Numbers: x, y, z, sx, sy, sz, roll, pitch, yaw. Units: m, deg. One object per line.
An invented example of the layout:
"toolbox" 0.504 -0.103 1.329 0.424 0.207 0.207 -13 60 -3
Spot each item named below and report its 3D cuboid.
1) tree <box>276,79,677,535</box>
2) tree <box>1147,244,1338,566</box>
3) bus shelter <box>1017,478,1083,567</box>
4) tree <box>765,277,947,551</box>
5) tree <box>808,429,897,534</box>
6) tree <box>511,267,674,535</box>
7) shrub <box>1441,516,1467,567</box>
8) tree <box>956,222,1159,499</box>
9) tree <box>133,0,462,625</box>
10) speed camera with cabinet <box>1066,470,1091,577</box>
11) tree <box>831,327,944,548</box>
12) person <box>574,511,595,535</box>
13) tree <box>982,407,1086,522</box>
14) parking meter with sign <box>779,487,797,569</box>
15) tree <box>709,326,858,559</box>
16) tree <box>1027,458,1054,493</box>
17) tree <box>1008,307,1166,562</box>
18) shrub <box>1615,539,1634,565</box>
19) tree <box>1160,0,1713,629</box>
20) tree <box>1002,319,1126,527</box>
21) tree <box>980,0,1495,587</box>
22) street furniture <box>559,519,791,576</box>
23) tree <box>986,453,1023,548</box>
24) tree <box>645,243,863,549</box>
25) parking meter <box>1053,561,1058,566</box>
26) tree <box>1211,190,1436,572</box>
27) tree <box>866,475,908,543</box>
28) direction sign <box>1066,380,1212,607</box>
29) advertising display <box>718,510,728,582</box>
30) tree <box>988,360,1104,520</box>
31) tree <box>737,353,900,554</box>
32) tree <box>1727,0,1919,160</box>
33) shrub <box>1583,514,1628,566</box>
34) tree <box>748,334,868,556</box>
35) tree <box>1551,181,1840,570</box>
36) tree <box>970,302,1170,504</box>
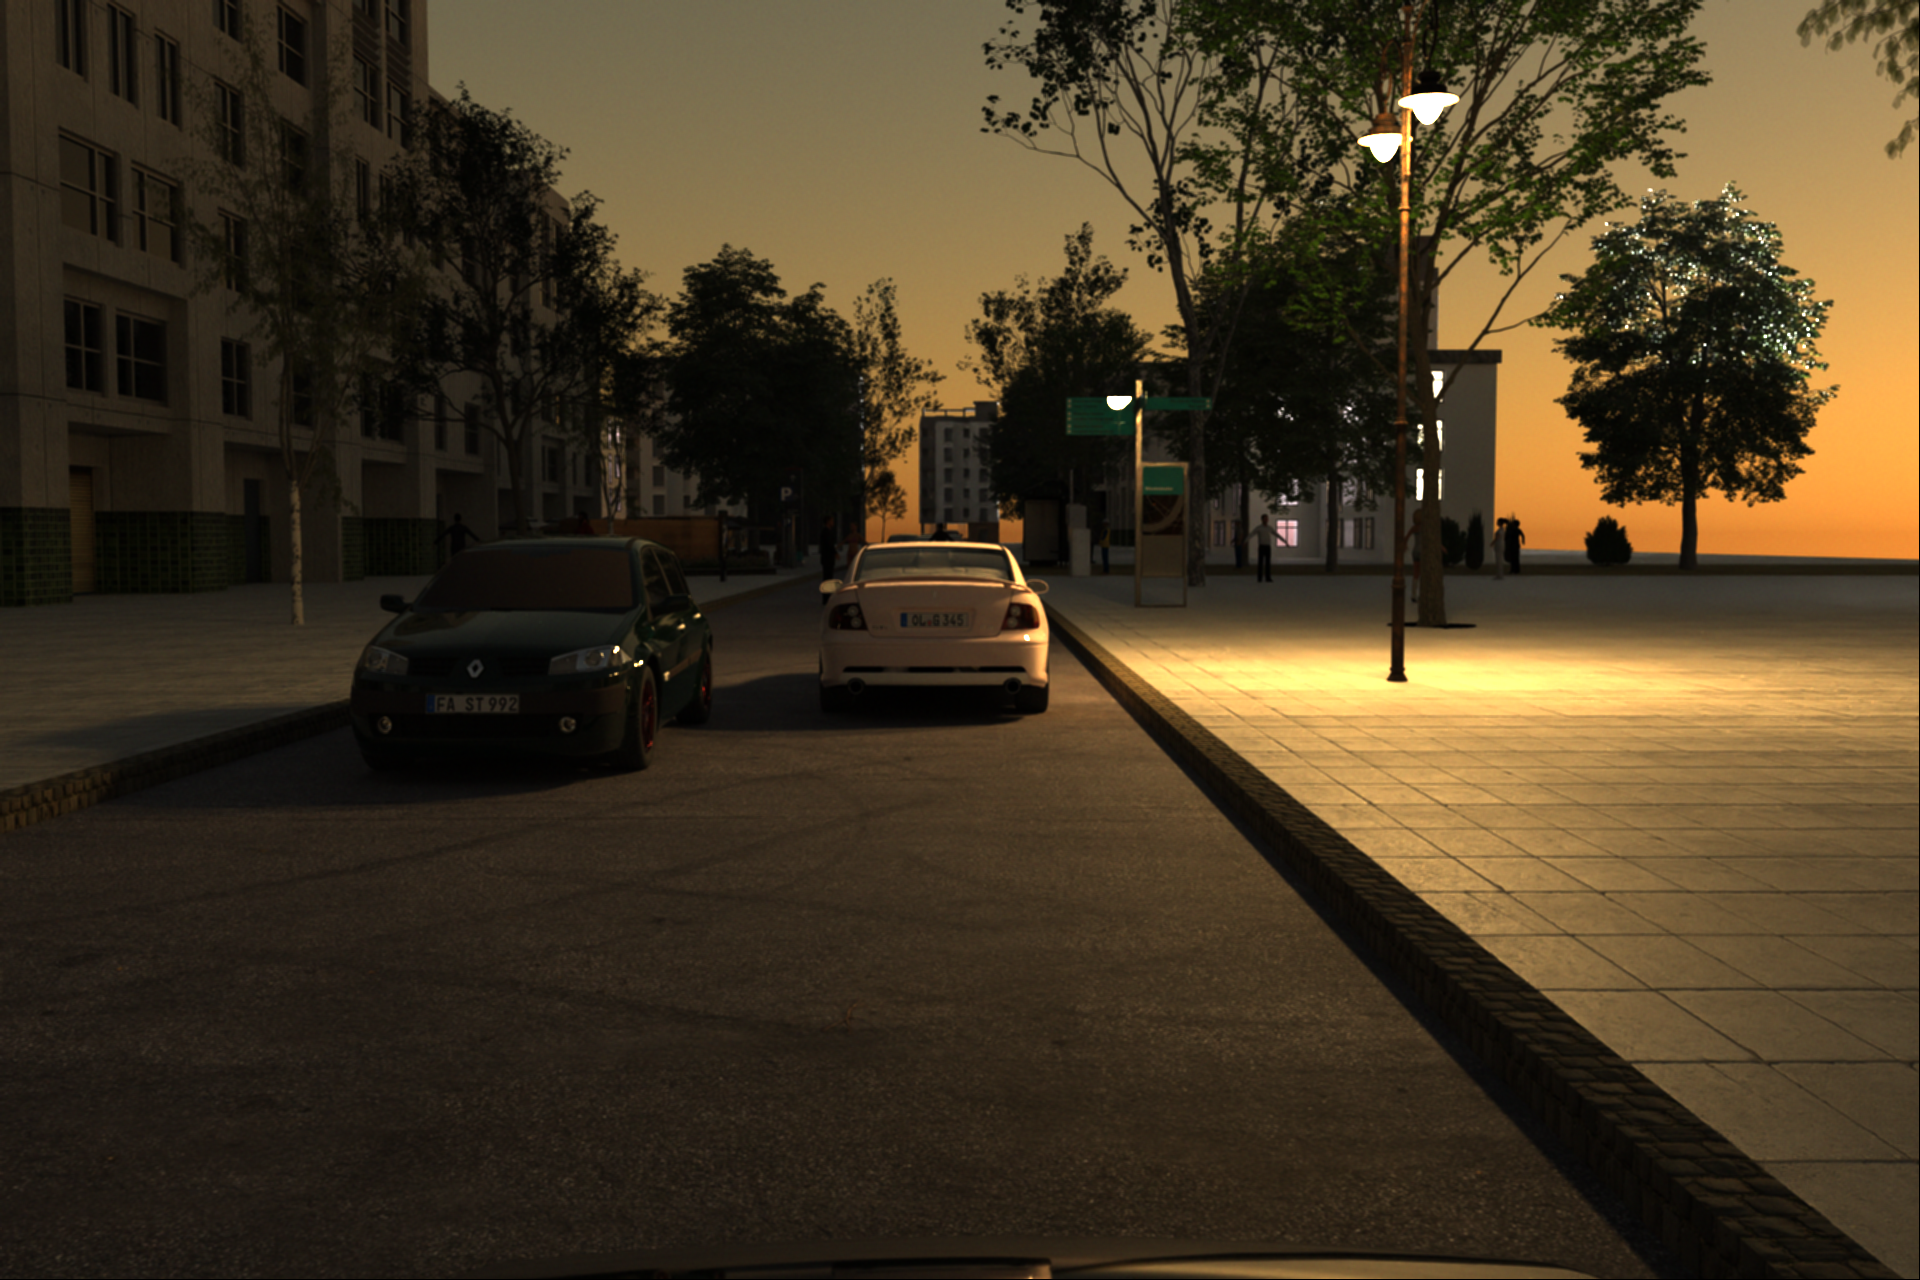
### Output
"tree" -9.315 -6.208 35.913 7.601 10.594 8.767 2 4 26
"tree" 10.897 -9.204 68.618 7.486 12.596 7.792 0 3 0
"bus shelter" 3.357 -4.389 65.688 2.014 3.302 5.546 0 4 -2
"tree" -7.638 -16.599 127.278 12.611 20.169 13.585 0 3 0
"tree" -8.782 -12.717 142.342 8.767 10.594 7.601 2 4 28
"tree" -9.157 -5.857 46.132 4.360 8.622 3.978 0 3 0
"shrub" 18.902 -3.847 67.324 1.690 2.028 1.600 0 3 0
"tree" 6.095 -15.393 107.562 12.611 20.169 13.585 0 3 0
"tree" -9.652 -4.524 24.327 4.360 8.622 3.978 0 3 0
"speed camera with cabinet" 3.608 -3.564 52.601 0.660 3.252 2.038 0 4 0
"tree" -8.166 -18.472 157.908 12.611 20.169 13.585 0 3 0
"person" -8.860 -2.111 40.617 0.704 1.816 1.345 -3 5 -43
"tree" 6.411 -14.428 142.560 9.857 13.997 8.962 0 3 0
"parking meter with sign" -6.370 -4.170 64.441 0.543 3.016 1.738 0 3 0
"tree" -8.997 -9.909 87.769 9.928 11.665 9.643 0 3 0
"tree" 6.155 -11.222 133.846 4.360 8.622 3.978 0 3 0
"tree" 5.787 -9.355 78.715 9.928 11.665 9.643 0 3 0
"shrub" 27.786 -3.773 72.810 1.383 1.207 1.383 0 3 0
"tree" 6.403 -5.991 23.712 9.928 11.665 9.643 0 3 0
"tree" 4.140 -6.630 58.756 4.360 8.622 3.978 0 3 0
"tree" 6.016 -11.289 40.463 12.611 20.169 13.585 0 3 0
"street furniture" -9.177 -2.925 54.675 11.010 1.723 9.812 -3 5 -41
"tree" 5.892 -13.989 154.473 9.928 11.665 9.643 0 3 0
"tree" -9.087 -10.348 75.852 9.857 13.997 8.962 0 3 0
"parking meter" 3.807 -3.957 70.402 0.399 1.863 0.255 0 4 -2
"tree" 12.135 -8.561 58.096 7.486 12.596 7.792 0 3 0
"tree" -10.880 -19.343 250.673 7.601 10.594 8.767 0 4 6
"direction sign" 3.106 -2.500 29.644 2.525 3.948 1.411 0 4 0
"advertising display" -6.391 -2.540 46.743 0.123 1.923 0.974 0 4 1
"tree" 6.272 -13.303 124.160 9.857 13.997 8.962 0 3 0
"tree" -9.040 -12.336 112.062 12.009 13.543 11.850 0 3 0
"tree" 6.344 -3.655 10.128 4.360 8.622 3.978 0 3 0
"shrub" 25.716 -3.969 68.938 1.661 2.075 1.752 0 3 0
"tree" -9.275 -11.063 99.001 7.486 12.596 7.792 0 3 0
"tree" 26.236 -9.515 62.223 9.857 13.997 8.962 0 3 0
"tree" 6.065 -11.066 91.300 12.009 13.543 11.850 0 3 0
